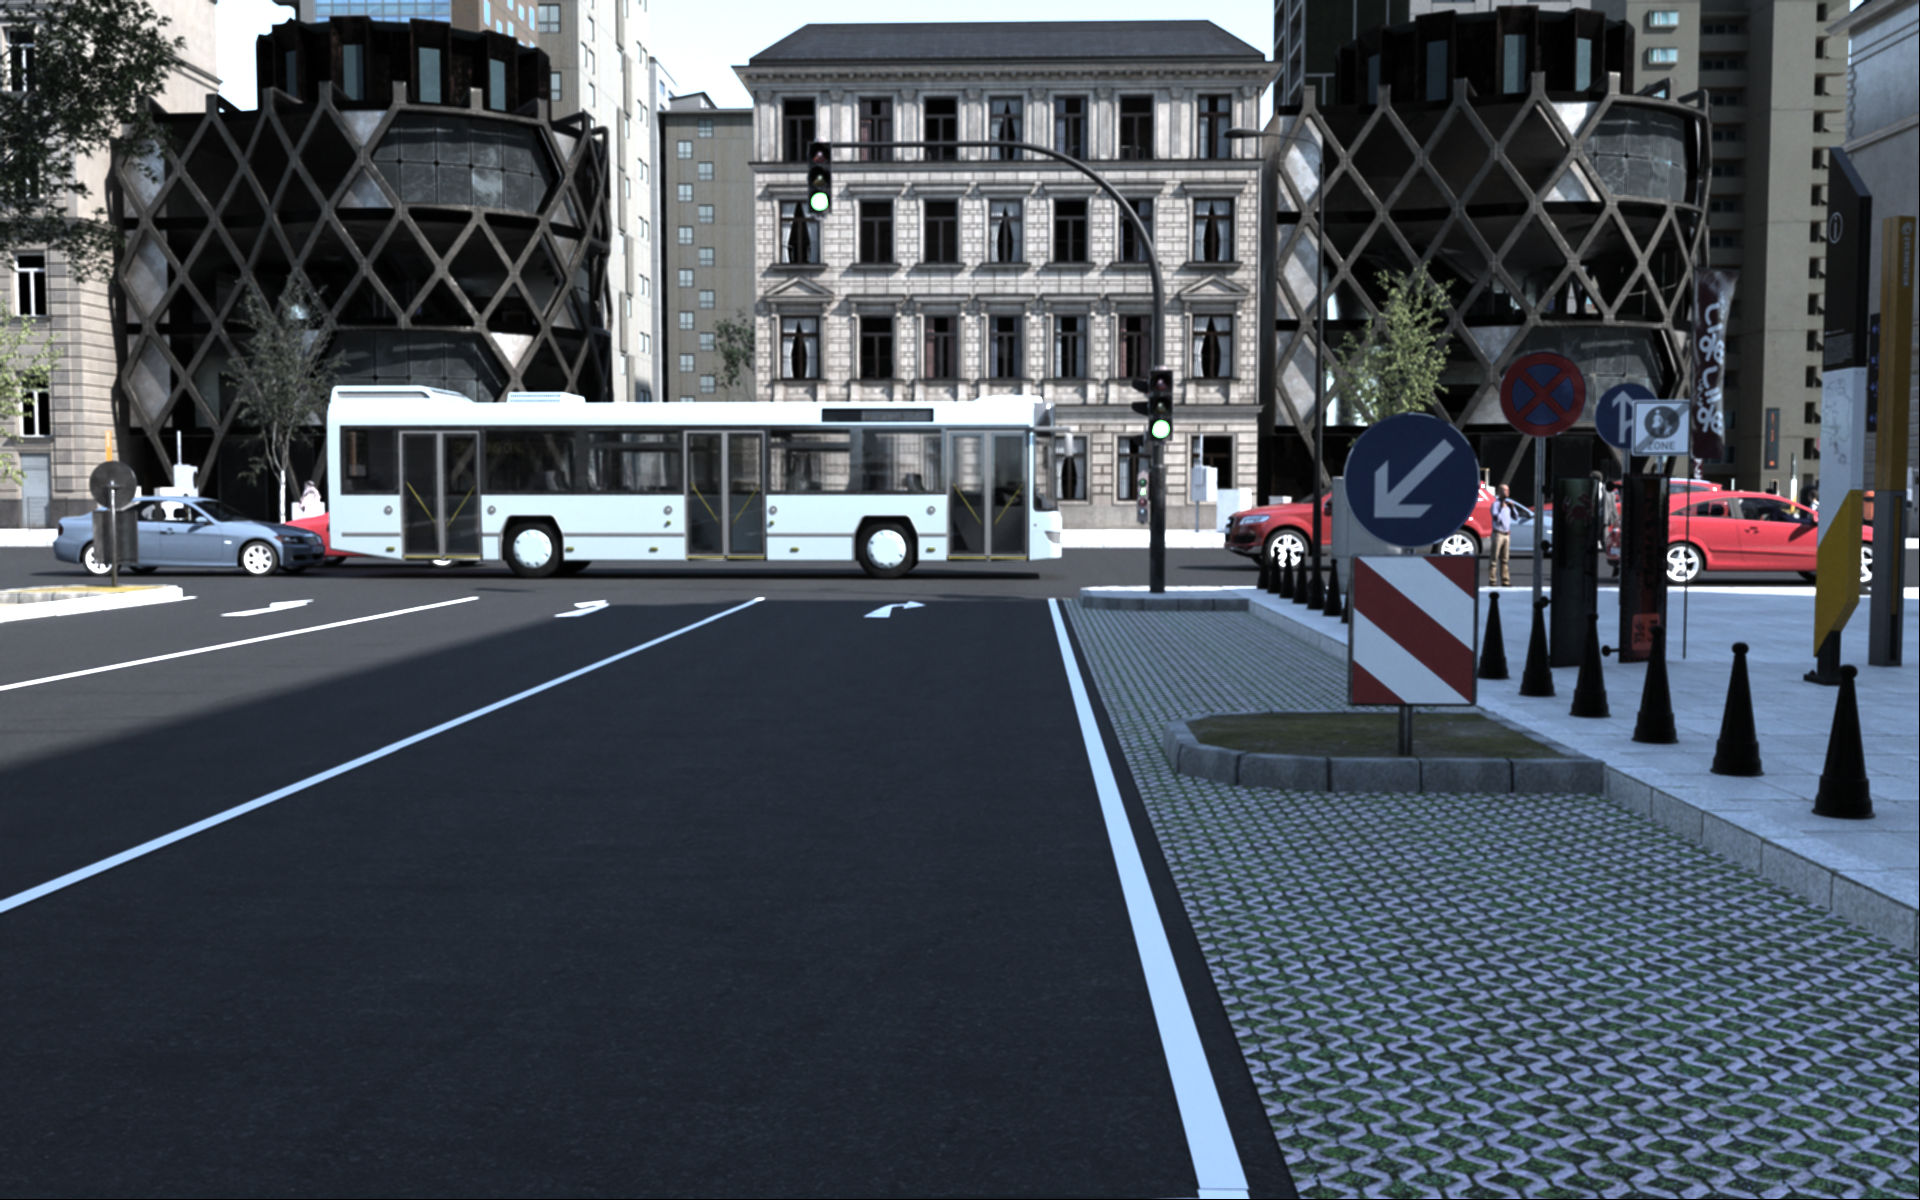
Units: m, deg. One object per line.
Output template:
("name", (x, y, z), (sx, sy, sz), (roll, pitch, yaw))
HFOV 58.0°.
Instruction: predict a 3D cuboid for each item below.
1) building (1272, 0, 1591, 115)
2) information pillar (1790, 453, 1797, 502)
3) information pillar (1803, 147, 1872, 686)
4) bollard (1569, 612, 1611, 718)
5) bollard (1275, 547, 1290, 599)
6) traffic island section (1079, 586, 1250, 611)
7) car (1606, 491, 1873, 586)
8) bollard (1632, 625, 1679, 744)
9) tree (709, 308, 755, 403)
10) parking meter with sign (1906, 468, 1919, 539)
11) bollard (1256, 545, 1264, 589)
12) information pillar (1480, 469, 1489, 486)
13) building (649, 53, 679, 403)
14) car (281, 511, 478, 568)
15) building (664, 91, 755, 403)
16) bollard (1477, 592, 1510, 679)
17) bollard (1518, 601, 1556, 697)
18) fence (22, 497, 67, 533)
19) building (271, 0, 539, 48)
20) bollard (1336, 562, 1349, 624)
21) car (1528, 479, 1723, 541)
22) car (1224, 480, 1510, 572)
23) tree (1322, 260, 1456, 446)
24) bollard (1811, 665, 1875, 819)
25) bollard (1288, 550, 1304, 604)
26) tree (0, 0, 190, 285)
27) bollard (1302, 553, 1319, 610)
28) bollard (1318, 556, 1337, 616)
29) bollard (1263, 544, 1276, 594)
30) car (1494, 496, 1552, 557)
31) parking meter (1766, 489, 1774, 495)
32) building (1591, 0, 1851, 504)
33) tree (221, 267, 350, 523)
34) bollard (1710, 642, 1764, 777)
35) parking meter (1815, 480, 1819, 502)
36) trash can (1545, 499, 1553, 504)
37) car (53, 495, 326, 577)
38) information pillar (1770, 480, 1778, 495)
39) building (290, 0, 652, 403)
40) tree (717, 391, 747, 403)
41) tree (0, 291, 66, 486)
("building", (32.328, -42.081, 126.269), (20.563, 71.187, 20.611), (0, 4, 2))
("information pillar", (47.514, -6.568, 98.746), (0.504, 3.616, 0.183), (-3, 5, -41))
("information pillar", (5.884, -1.236, 11.558), (0.183, 3.616, 0.504), (0, 4, 3))
("bollard", (3.650, 0.368, 10.021), (0.229, 0.601, 0.229), (0, 3, 0))
("bollard", (4.047, -0.325, 21.349), (0.229, 0.601, 0.229), (0, 3, 0))
("traffic island section", (2.577, -0.015, 22.524), (2.009, 0.180, 2.903), (0, 4, 2))
("car", (12.839, -1.157, 27.959), (4.494, 1.783, 2.155), (0, 4, 4))
("bollard", (3.611, 0.432, 8.980), (0.229, 0.601, 0.229), (0, 3, 0))
("tree", (-16.118, -18.147, 152.591), (12.611, 20.169, 13.585), (0, 3, 0))
("parking meter with sign", (27.882, -3.282, 49.924), (0.543, 3.016, 1.738), (-2, 4, -25))
("bollard", (4.123, -0.451, 23.416), (0.229, 0.601, 0.229), (0, 3, 0))
("information pillar", (15.164, -2.802, 50.299), (0.304, 2.012, 0.304), (2, 4, 29))
("building", (-52.099, -42.204, 232.029), (28.212, 58.520, 21.231), (0, 4, 2))
("car", (-11.440, -1.543, 34.263), (4.494, 1.783, 2.155), (0, 4, 0))
("building", (-24.130, -39.497, 235.009), (27.495, 52.752, 28.713), (0, 4, 2))
("bollard", (3.719, 0.243, 12.073), (0.229, 0.601, 0.229), (0, 3, 0))
("bollard", (3.687, 0.306, 11.047), (0.229, 0.601, 0.229), (0, 3, 0))
("fence", (-31.000, -2.915, 58.866), (0.480, 1.192, 2.264), (0, 4, 6))
("building", (-38.390, -28.880, 122.302), (14.600, 45.320, 14.200), (0, 4, 2))
("bollard", (3.901, -0.072, 17.222), (0.229, 0.601, 0.229), (0, 3, 0))
("car", (16.728, -2.126, 43.428), (5.304, 1.827, 2.281), (0, 4, 0))
("car", (7.692, -1.484, 32.942), (5.304, 1.827, 2.281), (0, 3, 0))
("tree", (13.850, -6.408, 55.140), (4.737, 8.622, 4.395), (0, 3, 0))
("bollard", (3.540, 0.558, 6.922), (0.229, 0.601, 0.229), (0, 3, 0))
("bollard", (4.012, -0.261, 20.314), (0.229, 0.601, 0.229), (0, 3, 0))
("tree", (-11.820, -4.943, 17.686), (8.767, 10.594, 7.601), (0, 4, 2))
("bollard", (3.977, -0.198, 19.284), (0.229, 0.601, 0.229), (0, 3, 0))
("bollard", (3.939, -0.136, 18.258), (0.229, 0.601, 0.229), (0, 3, 0))
("bollard", (4.081, -0.388, 22.384), (0.229, 0.601, 0.229), (0, 3, 0))
("car", (12.033, -1.654, 39.050), (4.499, 1.417, 2.014), (0, 4, 1))
("parking meter", (37.722, -4.421, 80.700), (0.372, 1.533, 0.369), (0, 3, 0))
("building", (66.018, -32.454, 154.328), (21.600, 48.544, 21.300), (0, 4, 2))
("tree", (-22.263, -6.515, 56.886), (4.360, 8.622, 3.978), (0, 3, 0))
("bollard", (3.576, 0.495, 7.954), (0.229, 0.601, 0.229), (0, 3, 0))
("parking meter", (30.748, -3.431, 61.809), (0.255, 1.863, 0.399), (-1, 4, -21))
("trash can", (18.568, -2.585, 53.920), (0.748, 1.137, 0.748), (0, 3, 0))
("car", (-13.637, -1.150, 30.805), (4.499, 1.417, 2.014), (0, 4, 0))
("information pillar", (43.331, -5.368, 92.255), (0.304, 2.012, 0.304), (0, 4, 4))
("building", (-43.327, -34.580, 154.620), (27.495, 52.752, 28.713), (0, 4, 2))
("tree", (-16.309, -10.663, 124.698), (4.360, 8.622, 3.978), (0, 3, 0))
("tree", (-29.012, -6.154, 50.974), (4.737, 8.622, 4.395), (0, 3, 0))
